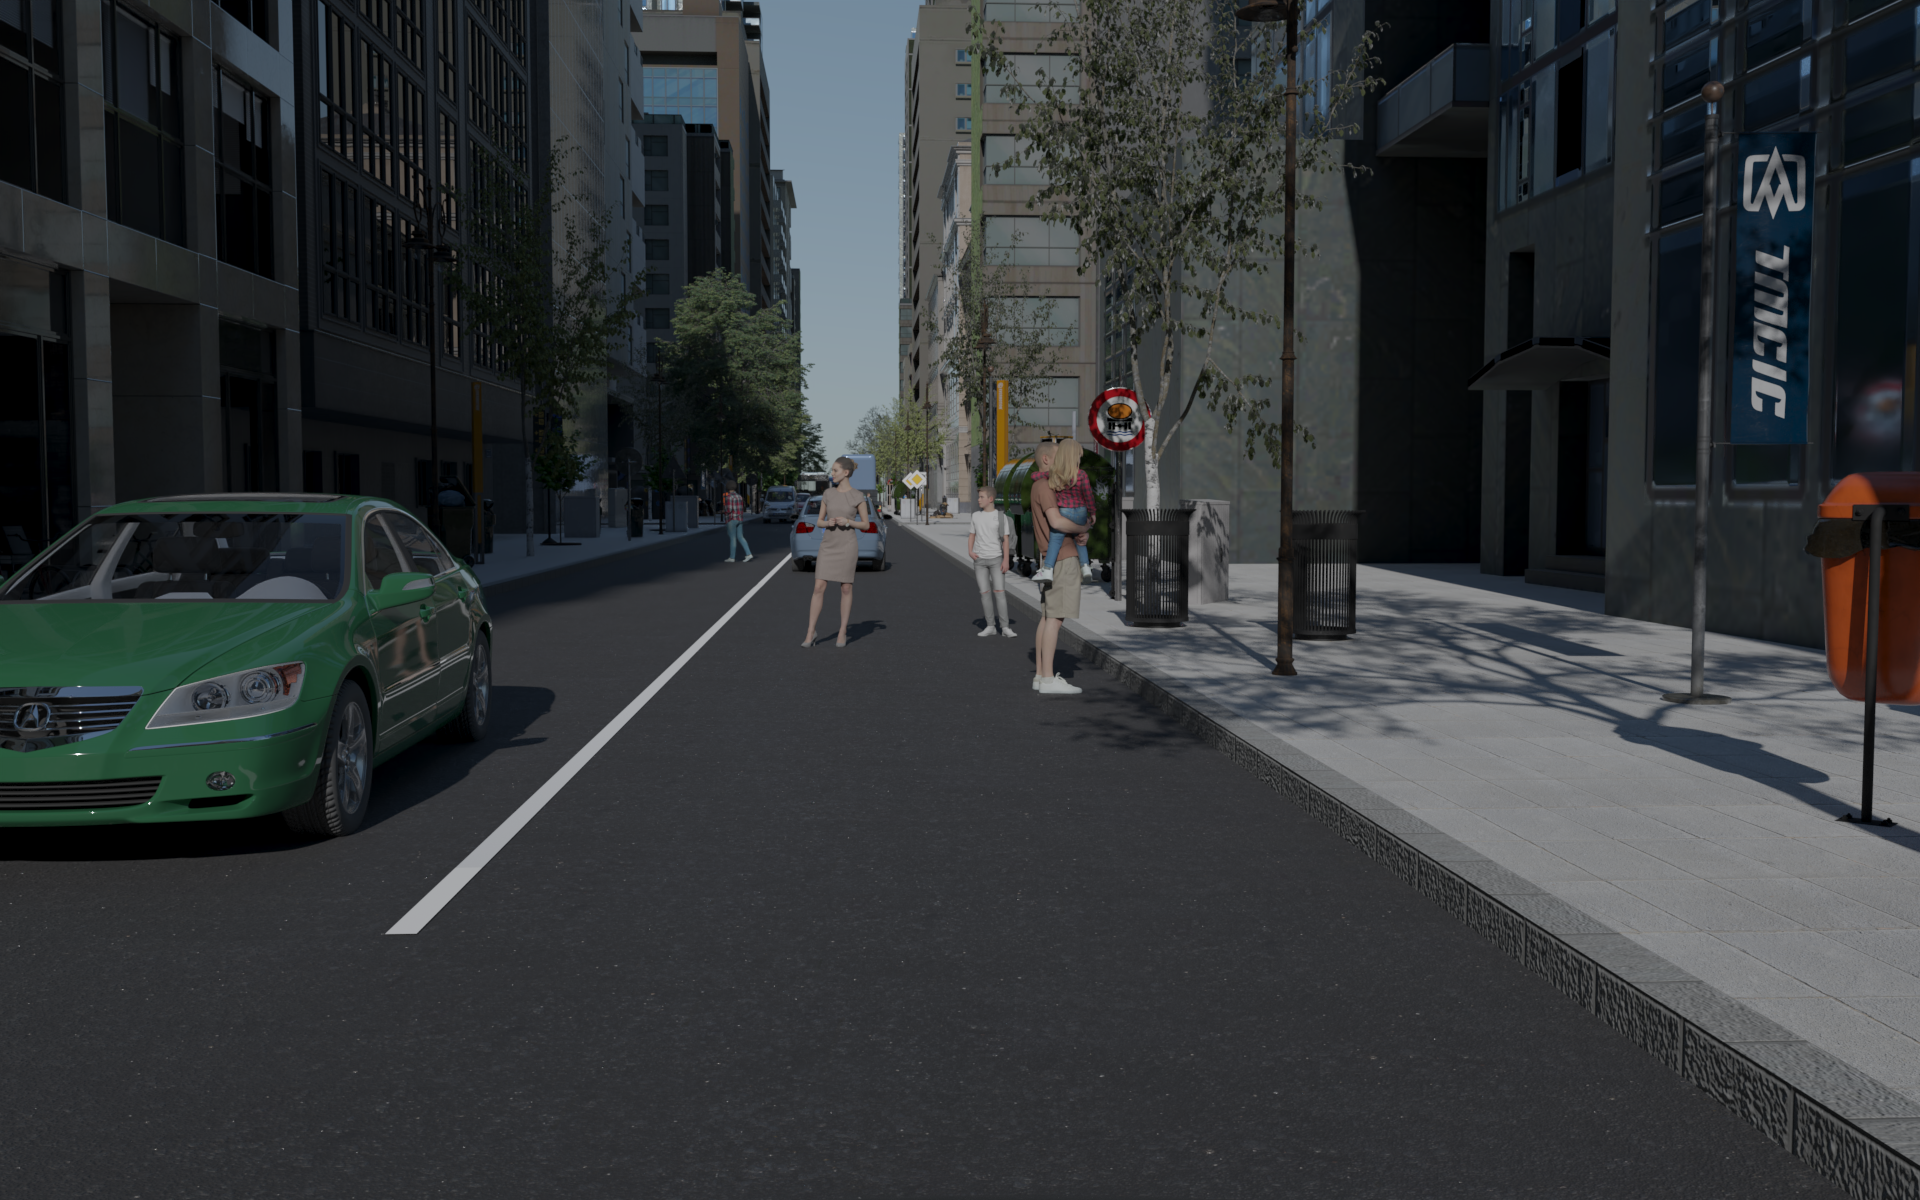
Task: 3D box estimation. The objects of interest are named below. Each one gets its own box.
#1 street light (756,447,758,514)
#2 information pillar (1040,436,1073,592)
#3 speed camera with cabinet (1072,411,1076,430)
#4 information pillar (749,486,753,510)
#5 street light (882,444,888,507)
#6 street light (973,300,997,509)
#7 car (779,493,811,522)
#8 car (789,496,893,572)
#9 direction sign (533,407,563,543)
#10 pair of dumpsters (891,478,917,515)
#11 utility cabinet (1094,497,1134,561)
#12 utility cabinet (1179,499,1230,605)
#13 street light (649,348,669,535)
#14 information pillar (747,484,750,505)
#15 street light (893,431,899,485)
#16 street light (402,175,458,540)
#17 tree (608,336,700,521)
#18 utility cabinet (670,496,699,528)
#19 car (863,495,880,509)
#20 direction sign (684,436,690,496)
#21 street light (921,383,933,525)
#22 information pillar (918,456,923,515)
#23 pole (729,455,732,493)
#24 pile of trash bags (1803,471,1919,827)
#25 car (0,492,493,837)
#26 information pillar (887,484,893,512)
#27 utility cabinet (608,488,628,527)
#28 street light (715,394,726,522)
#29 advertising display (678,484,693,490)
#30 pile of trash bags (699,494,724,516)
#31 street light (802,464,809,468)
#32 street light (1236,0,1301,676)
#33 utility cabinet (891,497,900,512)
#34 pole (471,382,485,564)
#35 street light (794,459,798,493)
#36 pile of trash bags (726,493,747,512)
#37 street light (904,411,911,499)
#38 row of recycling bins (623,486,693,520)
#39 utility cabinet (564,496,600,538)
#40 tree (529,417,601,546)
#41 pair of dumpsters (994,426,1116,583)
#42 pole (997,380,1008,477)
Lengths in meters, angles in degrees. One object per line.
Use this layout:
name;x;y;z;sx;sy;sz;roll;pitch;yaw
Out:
street light;-12.867;-8.377;109.751;0.468;5.910;1.993;0;4;-4
information pillar;1.225;-1.072;22.019;0.304;2.012;0.304;-2;4;-33
speed camera with cabinet;2.105;-2.862;41.133;2.038;3.252;0.660;-1;4;-14
information pillar;-17.010;-8.372;141.370;0.304;2.012;0.304;0;4;0
street light;-6.405;-11.062;153.653;0.468;5.910;1.993;0;4;-4
street light;0.587;-4.195;41.371;0.468;5.910;1.993;0;4;-4
car;-8.466;-4.972;90.325;2.155;1.783;4.494;0;4;-2
car;-2.301;-1.304;33.318;2.014;1.417;4.499;0;4;-2
direction sign;-10.778;-3.265;45.381;0.379;3.537;0.876;3;5;44
pair of dumpsters;-3.348;-6.288;105.296;1.574;2.255;4.437;0;4;-4
utility cabinet;2.979;-1.374;33.635;0.306;1.237;1.020;3;4;37
utility cabinet;2.908;-0.572;20.517;0.306;1.237;1.020;2;4;26
street light;-9.491;-5.016;54.802;0.468;5.910;1.993;0;4;-4
information pillar;-17.507;-9.358;144.365;0.504;3.616;0.183;2;4;29
street light;-4.606;-9.274;124.415;0.468;5.910;1.993;0;4;-4
street light;-7.775;-3.228;25.559;0.468;5.910;1.993;0;4;-4
tree;-14.451;-8.046;81.915;4.360;8.622;3.978;0;3;0
utility cabinet;-10.408;-3.322;65.469;1.020;1.237;0.306;0;4;4
car;-3.750;-2.830;58.061;2.131;1.459;4.920;0;4;-3
direction sign;-10.626;-4.620;67.526;0.379;3.537;0.876;-1;4;-23
street light;-1.348;-6.012;71.078;0.468;5.910;1.993;0;4;-4
information pillar;-2.385;-7.064;106.859;0.183;3.616;0.504;-2;4;-27
pole;-12.099;-5.969;91.435;0.158;3.312;0.155;0;3;0
pile of trash bags;4.735;0.233;5.948;3.447;1.369;1.912;3;5;42
car;-3.575;0.191;8.676;2.131;1.459;4.920;0;4;-5
information pillar;-5.132;-7.513;127.322;0.304;2.012;0.304;-3;5;-41
utility cabinet;-13.080;-3.523;66.285;0.318;1.500;1.173;1;4;12
street light;-11.012;-6.552;79.918;0.468;5.910;1.993;0;4;-4
advertising display;-17.699;-6.519;111.803;0.974;1.923;0.123;1;4;12
pile of trash bags;-15.848;-5.566;100.753;3.447;1.369;1.912;2;4;29
street light;-19.344;-14.800;214.769;0.468;5.910;1.993;0;4;-4
street light;2.307;-2.406;12.128;0.468;5.910;1.993;0;4;-4
utility cabinet;-4.311;-6.763;121.734;1.020;1.237;0.306;1;4;14
pole;-8.797;-2.309;31.588;0.158;3.312;0.155;0;3;0
street light;-17.514;-12.982;185.046;0.468;5.910;1.993;0;4;-4
pile of trash bags;-15.953;-6.784;120.668;1.912;1.369;3.447;0;4;4
street light;-2.855;-7.483;95.126;0.468;5.910;1.993;0;4;-4
row of recycling bins;-15.124;-4.932;87.750;3.534;1.692;1.069;-3;5;-43
utility cabinet;-11.148;-2.442;51.080;1.020;1.237;0.306;1;4;14
tree;-10.133;-2.993;43.532;1.663;3.219;1.824;0;3;0
pair of dumpsters;1.482;-1.502;27.057;1.574;2.255;4.437;0;4;-4
pole;0.764;-2.281;31.132;0.158;3.312;0.155;0;3;0
